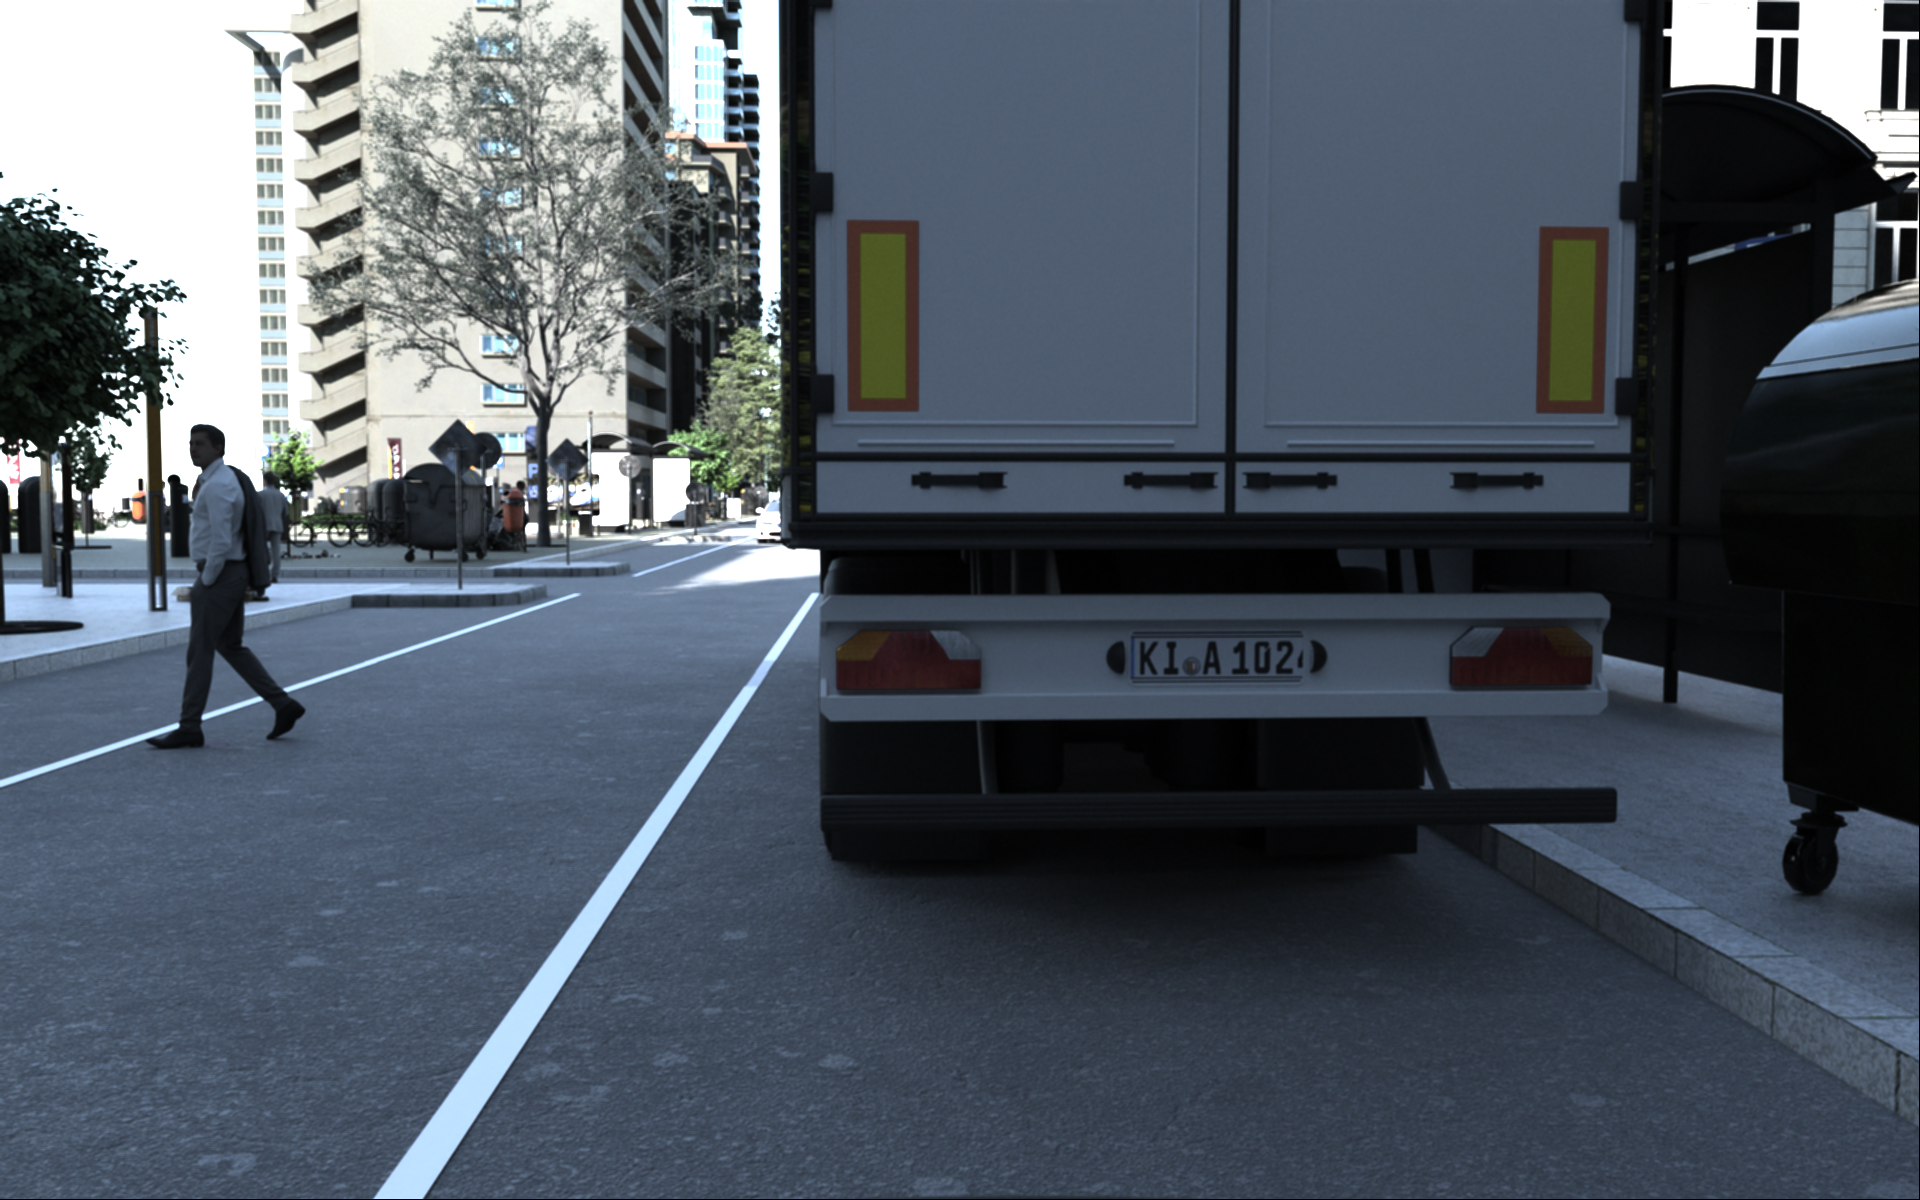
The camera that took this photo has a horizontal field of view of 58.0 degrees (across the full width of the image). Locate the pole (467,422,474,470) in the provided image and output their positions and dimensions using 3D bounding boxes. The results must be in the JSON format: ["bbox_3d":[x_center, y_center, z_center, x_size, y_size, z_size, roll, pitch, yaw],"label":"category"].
[{"bbox_3d":[-13.855,-3.379,49.093,0.158,3.312,0.155,0,3,0],"label":"pole"}]

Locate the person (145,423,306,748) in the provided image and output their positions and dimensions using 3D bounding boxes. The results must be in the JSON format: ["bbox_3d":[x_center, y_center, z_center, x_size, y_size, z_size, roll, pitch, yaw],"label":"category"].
[{"bbox_3d":[-4.219,-0.081,9.918,0.850,1.850,0.679,-1,4,-22],"label":"person"}]

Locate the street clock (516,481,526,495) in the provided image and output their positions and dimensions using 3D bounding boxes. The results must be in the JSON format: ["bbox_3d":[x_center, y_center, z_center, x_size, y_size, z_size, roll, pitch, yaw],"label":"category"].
[{"bbox_3d":[-23.882,-5.486,94.272,0.471,2.002,0.358,2,4,28],"label":"street clock"}]

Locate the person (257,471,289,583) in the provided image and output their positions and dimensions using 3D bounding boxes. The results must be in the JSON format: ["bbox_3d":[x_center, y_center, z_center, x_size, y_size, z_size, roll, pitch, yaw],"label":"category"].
[{"bbox_3d":[-11.236,-1.184,28.058,0.583,1.804,0.606,3,4,36],"label":"person"}]

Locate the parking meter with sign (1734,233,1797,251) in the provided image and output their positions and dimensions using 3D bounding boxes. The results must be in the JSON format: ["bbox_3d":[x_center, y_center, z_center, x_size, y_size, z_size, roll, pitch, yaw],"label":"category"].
[{"bbox_3d":[6.186,-0.979,12.274,1.738,3.016,0.543,-2,4,-35],"label":"parking meter with sign"}]

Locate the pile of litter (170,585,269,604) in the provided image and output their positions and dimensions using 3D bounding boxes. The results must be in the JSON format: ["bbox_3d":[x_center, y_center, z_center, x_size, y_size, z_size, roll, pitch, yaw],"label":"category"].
[{"bbox_3d":[-8.883,-0.420,20.828,1.176,0.858,1.719,-1,4,-8],"label":"pile of litter"}]

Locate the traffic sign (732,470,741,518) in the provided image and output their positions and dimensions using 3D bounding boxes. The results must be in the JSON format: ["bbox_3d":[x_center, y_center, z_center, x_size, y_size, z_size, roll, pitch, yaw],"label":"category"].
[{"bbox_3d":[-11.735,-5.473,89.484,0.884,2.594,0.081,0,4,6],"label":"traffic sign"}]

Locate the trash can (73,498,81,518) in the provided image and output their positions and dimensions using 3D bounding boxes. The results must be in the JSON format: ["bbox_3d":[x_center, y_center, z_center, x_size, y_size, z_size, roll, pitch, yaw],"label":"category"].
[{"bbox_3d":[-35.782,-3.584,70.245,0.748,1.137,0.748,0,3,0],"label":"trash can"}]

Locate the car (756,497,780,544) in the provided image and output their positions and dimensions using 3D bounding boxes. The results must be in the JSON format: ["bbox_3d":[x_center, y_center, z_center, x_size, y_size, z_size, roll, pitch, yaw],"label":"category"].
[{"bbox_3d":[-4.975,-2.403,51.651,2.083,1.381,4.827,0,4,-1],"label":"car"}]

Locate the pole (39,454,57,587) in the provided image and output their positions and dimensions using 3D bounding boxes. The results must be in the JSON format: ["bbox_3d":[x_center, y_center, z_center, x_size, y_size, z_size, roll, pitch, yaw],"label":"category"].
[{"bbox_3d":[-12.574,-1.837,23.872,0.158,3.312,0.155,0,3,0],"label":"pole"}]

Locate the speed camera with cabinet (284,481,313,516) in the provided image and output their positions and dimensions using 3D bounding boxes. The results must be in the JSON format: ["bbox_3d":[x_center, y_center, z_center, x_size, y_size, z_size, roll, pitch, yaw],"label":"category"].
[{"bbox_3d":[-37.396,-6.338,97.957,0.660,3.252,2.038,1,4,12],"label":"speed camera with cabinet"}]

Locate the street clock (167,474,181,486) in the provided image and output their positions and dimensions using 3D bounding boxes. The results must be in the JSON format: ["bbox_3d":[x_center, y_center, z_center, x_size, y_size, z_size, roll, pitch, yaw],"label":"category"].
[{"bbox_3d":[-27.728,-3.460,61.144,0.471,2.002,0.358,-2,4,-26],"label":"street clock"}]

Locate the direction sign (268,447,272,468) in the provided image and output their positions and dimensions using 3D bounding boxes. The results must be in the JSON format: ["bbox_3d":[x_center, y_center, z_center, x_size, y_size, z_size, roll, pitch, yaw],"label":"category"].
[{"bbox_3d":[-33.165,-5.586,83.320,0.379,3.537,0.876,-2,4,-30],"label":"direction sign"}]

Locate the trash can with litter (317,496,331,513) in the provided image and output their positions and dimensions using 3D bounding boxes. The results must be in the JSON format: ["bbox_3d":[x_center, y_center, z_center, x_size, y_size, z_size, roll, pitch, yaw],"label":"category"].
[{"bbox_3d":[-29.196,-4.205,80.136,1.055,1.170,0.624,1,4,15],"label":"trash can with litter"}]

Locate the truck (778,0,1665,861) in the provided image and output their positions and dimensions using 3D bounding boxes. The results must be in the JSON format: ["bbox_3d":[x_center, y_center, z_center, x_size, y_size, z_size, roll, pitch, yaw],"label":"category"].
[{"bbox_3d":[0.394,-1.305,10.247,2.839,4.237,11.283,0,4,-3],"label":"truck"}]

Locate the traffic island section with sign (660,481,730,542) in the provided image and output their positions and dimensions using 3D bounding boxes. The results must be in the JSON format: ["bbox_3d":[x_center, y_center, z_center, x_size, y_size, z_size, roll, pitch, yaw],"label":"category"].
[{"bbox_3d":[-8.073,-2.715,53.011,1.989,1.847,2.006,0,4,-2],"label":"traffic island section with sign"}]

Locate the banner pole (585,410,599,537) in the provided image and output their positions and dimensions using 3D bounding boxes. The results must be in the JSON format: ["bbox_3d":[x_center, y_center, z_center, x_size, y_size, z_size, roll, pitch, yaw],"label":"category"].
[{"bbox_3d":[-11.122,-3.797,52.104,0.401,3.779,0.863,-1,4,-19],"label":"banner pole"}]

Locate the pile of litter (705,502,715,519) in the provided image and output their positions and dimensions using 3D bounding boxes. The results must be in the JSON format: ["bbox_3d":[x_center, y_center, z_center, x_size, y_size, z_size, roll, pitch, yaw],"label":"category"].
[{"bbox_3d":[-13.332,-4.735,91.377,1.176,0.858,1.719,3,5,41],"label":"pile of litter"}]

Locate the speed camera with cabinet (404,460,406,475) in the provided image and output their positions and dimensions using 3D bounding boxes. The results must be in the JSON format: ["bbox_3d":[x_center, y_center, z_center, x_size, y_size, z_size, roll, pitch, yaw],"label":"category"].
[{"bbox_3d":[-32.669,-6.600,102.251,0.660,3.252,2.038,0,4,4],"label":"speed camera with cabinet"}]

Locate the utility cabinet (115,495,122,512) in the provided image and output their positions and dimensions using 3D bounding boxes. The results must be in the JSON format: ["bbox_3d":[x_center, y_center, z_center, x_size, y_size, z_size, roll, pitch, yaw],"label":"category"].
[{"bbox_3d":[-45.535,-5.000,92.914,1.020,1.237,0.306,-2,4,-28],"label":"utility cabinet"}]

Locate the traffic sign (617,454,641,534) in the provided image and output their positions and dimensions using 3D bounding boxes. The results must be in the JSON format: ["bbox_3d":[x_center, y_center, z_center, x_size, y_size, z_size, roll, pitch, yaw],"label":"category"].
[{"bbox_3d":[-10.583,-3.382,55.398,0.768,2.556,0.104,0,4,4],"label":"traffic sign"}]

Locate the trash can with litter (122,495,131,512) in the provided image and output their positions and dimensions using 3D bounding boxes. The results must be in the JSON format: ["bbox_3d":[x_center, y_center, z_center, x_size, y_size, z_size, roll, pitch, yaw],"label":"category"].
[{"bbox_3d":[-47.858,-5.456,100.262,1.678,1.210,2.233,2,4,27],"label":"trash can with litter"}]

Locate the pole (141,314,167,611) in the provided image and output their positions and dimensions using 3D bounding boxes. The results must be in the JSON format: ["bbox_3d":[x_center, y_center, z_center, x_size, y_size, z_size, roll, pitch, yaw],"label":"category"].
[{"bbox_3d":[-8.830,-1.537,18.967,0.158,3.312,0.155,0,3,0],"label":"pole"}]

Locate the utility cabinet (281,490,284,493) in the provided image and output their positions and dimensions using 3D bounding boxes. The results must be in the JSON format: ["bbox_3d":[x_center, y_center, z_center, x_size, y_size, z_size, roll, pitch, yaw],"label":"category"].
[{"bbox_3d":[-38.832,-5.543,99.311,1.173,1.500,0.318,2,4,24],"label":"utility cabinet"}]

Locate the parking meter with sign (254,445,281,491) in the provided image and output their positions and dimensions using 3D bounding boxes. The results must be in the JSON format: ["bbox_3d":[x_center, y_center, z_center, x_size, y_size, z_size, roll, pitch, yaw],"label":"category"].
[{"bbox_3d":[-24.920,-4.069,62.792,0.543,3.016,1.738,0,4,1],"label":"parking meter with sign"}]

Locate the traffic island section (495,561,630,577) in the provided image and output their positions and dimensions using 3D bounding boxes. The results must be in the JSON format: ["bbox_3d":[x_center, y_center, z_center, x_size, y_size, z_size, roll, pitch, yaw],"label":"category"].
[{"bbox_3d":[-7.107,-0.553,31.324,2.009,0.180,2.903,0,4,-2],"label":"traffic island section"}]

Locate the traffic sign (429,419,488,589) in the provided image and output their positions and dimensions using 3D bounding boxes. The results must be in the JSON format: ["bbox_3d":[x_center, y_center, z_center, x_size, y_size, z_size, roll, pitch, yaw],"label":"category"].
[{"bbox_3d":[-6.735,-1.201,23.286,0.795,2.450,0.064,0,4,-2],"label":"traffic sign"}]

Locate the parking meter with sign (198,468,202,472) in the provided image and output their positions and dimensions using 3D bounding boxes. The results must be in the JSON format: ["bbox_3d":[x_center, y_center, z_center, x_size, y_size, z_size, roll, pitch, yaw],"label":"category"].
[{"bbox_3d":[-38.166,-5.663,88.853,0.543,3.016,1.738,2,4,27],"label":"parking meter with sign"}]

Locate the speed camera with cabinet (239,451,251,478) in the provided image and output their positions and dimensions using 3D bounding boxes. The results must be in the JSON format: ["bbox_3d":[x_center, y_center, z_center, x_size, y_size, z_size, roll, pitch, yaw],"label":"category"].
[{"bbox_3d":[-33.624,-5.199,79.346,2.038,3.252,0.660,-2,4,-34],"label":"speed camera with cabinet"}]

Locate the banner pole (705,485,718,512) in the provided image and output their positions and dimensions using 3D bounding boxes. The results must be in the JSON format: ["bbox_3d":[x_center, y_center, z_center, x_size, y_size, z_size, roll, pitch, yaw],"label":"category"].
[{"bbox_3d":[-12.778,-6.086,89.519,0.863,3.779,0.401,0,4,7],"label":"banner pole"}]

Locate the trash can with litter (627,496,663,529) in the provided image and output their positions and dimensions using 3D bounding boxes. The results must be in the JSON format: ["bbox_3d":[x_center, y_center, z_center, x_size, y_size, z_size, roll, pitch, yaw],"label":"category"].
[{"bbox_3d":[-11.868,-3.254,64.253,1.678,1.210,2.233,1,4,12],"label":"trash can with litter"}]

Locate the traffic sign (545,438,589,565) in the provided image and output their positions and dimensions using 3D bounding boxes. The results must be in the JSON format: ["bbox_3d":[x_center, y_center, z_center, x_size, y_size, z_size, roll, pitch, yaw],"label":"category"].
[{"bbox_3d":[-7.084,-1.689,31.263,0.795,2.450,0.064,0,4,-2],"label":"traffic sign"}]

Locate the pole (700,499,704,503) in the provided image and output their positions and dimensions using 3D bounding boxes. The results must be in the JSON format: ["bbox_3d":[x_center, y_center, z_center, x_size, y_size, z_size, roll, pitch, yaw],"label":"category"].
[{"bbox_3d":[-13.959,-6.108,93.716,0.158,3.312,0.155,0,3,0],"label":"pole"}]

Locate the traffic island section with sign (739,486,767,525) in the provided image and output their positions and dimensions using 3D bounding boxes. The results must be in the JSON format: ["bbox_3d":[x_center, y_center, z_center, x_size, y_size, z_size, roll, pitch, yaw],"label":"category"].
[{"bbox_3d":[-9.300,-4.435,81.136,1.989,1.847,2.006,0,4,-2],"label":"traffic island section with sign"}]

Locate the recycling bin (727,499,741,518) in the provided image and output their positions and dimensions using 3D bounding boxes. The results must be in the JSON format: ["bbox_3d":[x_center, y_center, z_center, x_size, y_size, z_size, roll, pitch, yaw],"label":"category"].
[{"bbox_3d":[-12.295,-4.969,93.803,0.722,1.027,0.722,-2,4,-24],"label":"recycling bin"}]

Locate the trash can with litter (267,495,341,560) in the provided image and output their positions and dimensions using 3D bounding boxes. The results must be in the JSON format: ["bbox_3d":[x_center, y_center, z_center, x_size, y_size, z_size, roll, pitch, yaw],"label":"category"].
[{"bbox_3d":[-13.270,-1.446,34.693,1.678,1.210,2.233,2,4,35],"label":"trash can with litter"}]

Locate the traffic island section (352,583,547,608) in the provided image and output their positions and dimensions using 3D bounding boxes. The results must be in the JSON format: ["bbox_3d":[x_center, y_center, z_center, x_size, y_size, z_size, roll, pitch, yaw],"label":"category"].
[{"bbox_3d":[-6.758,-0.065,23.346,2.009,0.180,2.903,0,4,-2],"label":"traffic island section"}]

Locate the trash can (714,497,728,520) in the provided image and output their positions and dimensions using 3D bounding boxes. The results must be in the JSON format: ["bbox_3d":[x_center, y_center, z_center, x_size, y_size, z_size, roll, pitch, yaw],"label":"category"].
[{"bbox_3d":[-11.874,-4.555,86.135,0.748,1.137,0.748,0,3,0],"label":"trash can"}]

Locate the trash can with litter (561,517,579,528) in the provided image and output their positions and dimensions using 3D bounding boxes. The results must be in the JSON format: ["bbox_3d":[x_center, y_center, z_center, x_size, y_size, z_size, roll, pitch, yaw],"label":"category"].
[{"bbox_3d":[-16.247,-3.788,72.986,2.233,1.210,1.678,-3,4,-38],"label":"trash can with litter"}]

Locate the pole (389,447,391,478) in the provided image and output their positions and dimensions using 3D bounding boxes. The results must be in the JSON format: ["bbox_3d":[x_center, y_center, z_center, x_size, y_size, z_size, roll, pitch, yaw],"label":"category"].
[{"bbox_3d":[-22.872,-4.644,69.774,0.158,3.312,0.155,0,3,0],"label":"pole"}]

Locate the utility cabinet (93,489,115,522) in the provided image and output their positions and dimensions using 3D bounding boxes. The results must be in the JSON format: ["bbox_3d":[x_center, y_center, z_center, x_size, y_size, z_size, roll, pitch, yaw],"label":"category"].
[{"bbox_3d":[-39.577,-4.347,79.745,1.173,1.500,0.318,-1,4,-8],"label":"utility cabinet"}]

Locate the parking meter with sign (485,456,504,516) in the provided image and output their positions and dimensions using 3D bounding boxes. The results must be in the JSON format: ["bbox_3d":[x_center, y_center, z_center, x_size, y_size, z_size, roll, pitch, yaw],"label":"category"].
[{"bbox_3d":[-21.114,-5.000,78.018,0.543,3.016,1.738,0,4,6],"label":"parking meter with sign"}]

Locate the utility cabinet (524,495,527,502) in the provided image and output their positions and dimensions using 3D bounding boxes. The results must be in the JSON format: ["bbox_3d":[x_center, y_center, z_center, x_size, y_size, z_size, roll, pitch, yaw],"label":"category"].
[{"bbox_3d":[-23.447,-5.138,95.175,1.020,1.237,0.306,-1,4,-9],"label":"utility cabinet"}]

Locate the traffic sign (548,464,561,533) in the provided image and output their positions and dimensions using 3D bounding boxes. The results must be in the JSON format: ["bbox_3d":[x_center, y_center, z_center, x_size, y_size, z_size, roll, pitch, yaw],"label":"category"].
[{"bbox_3d":[-12.275,-3.234,52.983,0.768,2.556,0.104,0,4,7],"label":"traffic sign"}]

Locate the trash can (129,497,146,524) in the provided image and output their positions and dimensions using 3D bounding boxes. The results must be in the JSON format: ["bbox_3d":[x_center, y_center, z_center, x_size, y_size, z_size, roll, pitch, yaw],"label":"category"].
[{"bbox_3d":[-34.911,-3.794,73.688,0.748,1.137,0.748,0,3,0],"label":"trash can"}]

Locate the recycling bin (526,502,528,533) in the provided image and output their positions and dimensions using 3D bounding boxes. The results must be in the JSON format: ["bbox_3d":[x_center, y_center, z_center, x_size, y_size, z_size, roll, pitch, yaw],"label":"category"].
[{"bbox_3d":[-14.184,-2.671,56.225,0.722,1.027,0.722,0,4,6],"label":"recycling bin"}]

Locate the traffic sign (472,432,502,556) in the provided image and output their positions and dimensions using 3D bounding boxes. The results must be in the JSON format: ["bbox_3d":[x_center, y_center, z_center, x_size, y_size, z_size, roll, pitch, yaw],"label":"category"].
[{"bbox_3d":[-9.836,-2.181,35.757,0.768,2.556,0.104,0,4,-2],"label":"traffic sign"}]

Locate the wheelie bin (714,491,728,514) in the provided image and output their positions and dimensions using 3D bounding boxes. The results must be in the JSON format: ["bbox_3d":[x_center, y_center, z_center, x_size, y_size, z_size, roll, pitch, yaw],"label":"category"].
[{"bbox_3d":[-13.992,-5.731,101.609,0.980,1.594,0.693,1,4,16],"label":"wheelie bin"}]

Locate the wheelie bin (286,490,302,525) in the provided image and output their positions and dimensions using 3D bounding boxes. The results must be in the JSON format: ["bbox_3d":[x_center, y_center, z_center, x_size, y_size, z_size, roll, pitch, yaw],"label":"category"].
[{"bbox_3d":[-27.433,-3.873,71.227,0.693,1.594,0.980,-2,4,-29],"label":"wheelie bin"}]

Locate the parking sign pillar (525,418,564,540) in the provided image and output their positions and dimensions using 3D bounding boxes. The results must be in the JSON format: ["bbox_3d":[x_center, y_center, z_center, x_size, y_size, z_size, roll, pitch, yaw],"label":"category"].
[{"bbox_3d":[-11.969,-3.705,49.046,1.447,3.967,1.447,0,4,-6],"label":"parking sign pillar"}]

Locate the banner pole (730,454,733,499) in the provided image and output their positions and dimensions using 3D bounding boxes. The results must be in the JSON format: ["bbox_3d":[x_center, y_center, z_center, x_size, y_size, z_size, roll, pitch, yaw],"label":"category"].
[{"bbox_3d":[-14.081,-7.109,106.253,0.401,3.779,0.863,-2,4,-28],"label":"banner pole"}]
